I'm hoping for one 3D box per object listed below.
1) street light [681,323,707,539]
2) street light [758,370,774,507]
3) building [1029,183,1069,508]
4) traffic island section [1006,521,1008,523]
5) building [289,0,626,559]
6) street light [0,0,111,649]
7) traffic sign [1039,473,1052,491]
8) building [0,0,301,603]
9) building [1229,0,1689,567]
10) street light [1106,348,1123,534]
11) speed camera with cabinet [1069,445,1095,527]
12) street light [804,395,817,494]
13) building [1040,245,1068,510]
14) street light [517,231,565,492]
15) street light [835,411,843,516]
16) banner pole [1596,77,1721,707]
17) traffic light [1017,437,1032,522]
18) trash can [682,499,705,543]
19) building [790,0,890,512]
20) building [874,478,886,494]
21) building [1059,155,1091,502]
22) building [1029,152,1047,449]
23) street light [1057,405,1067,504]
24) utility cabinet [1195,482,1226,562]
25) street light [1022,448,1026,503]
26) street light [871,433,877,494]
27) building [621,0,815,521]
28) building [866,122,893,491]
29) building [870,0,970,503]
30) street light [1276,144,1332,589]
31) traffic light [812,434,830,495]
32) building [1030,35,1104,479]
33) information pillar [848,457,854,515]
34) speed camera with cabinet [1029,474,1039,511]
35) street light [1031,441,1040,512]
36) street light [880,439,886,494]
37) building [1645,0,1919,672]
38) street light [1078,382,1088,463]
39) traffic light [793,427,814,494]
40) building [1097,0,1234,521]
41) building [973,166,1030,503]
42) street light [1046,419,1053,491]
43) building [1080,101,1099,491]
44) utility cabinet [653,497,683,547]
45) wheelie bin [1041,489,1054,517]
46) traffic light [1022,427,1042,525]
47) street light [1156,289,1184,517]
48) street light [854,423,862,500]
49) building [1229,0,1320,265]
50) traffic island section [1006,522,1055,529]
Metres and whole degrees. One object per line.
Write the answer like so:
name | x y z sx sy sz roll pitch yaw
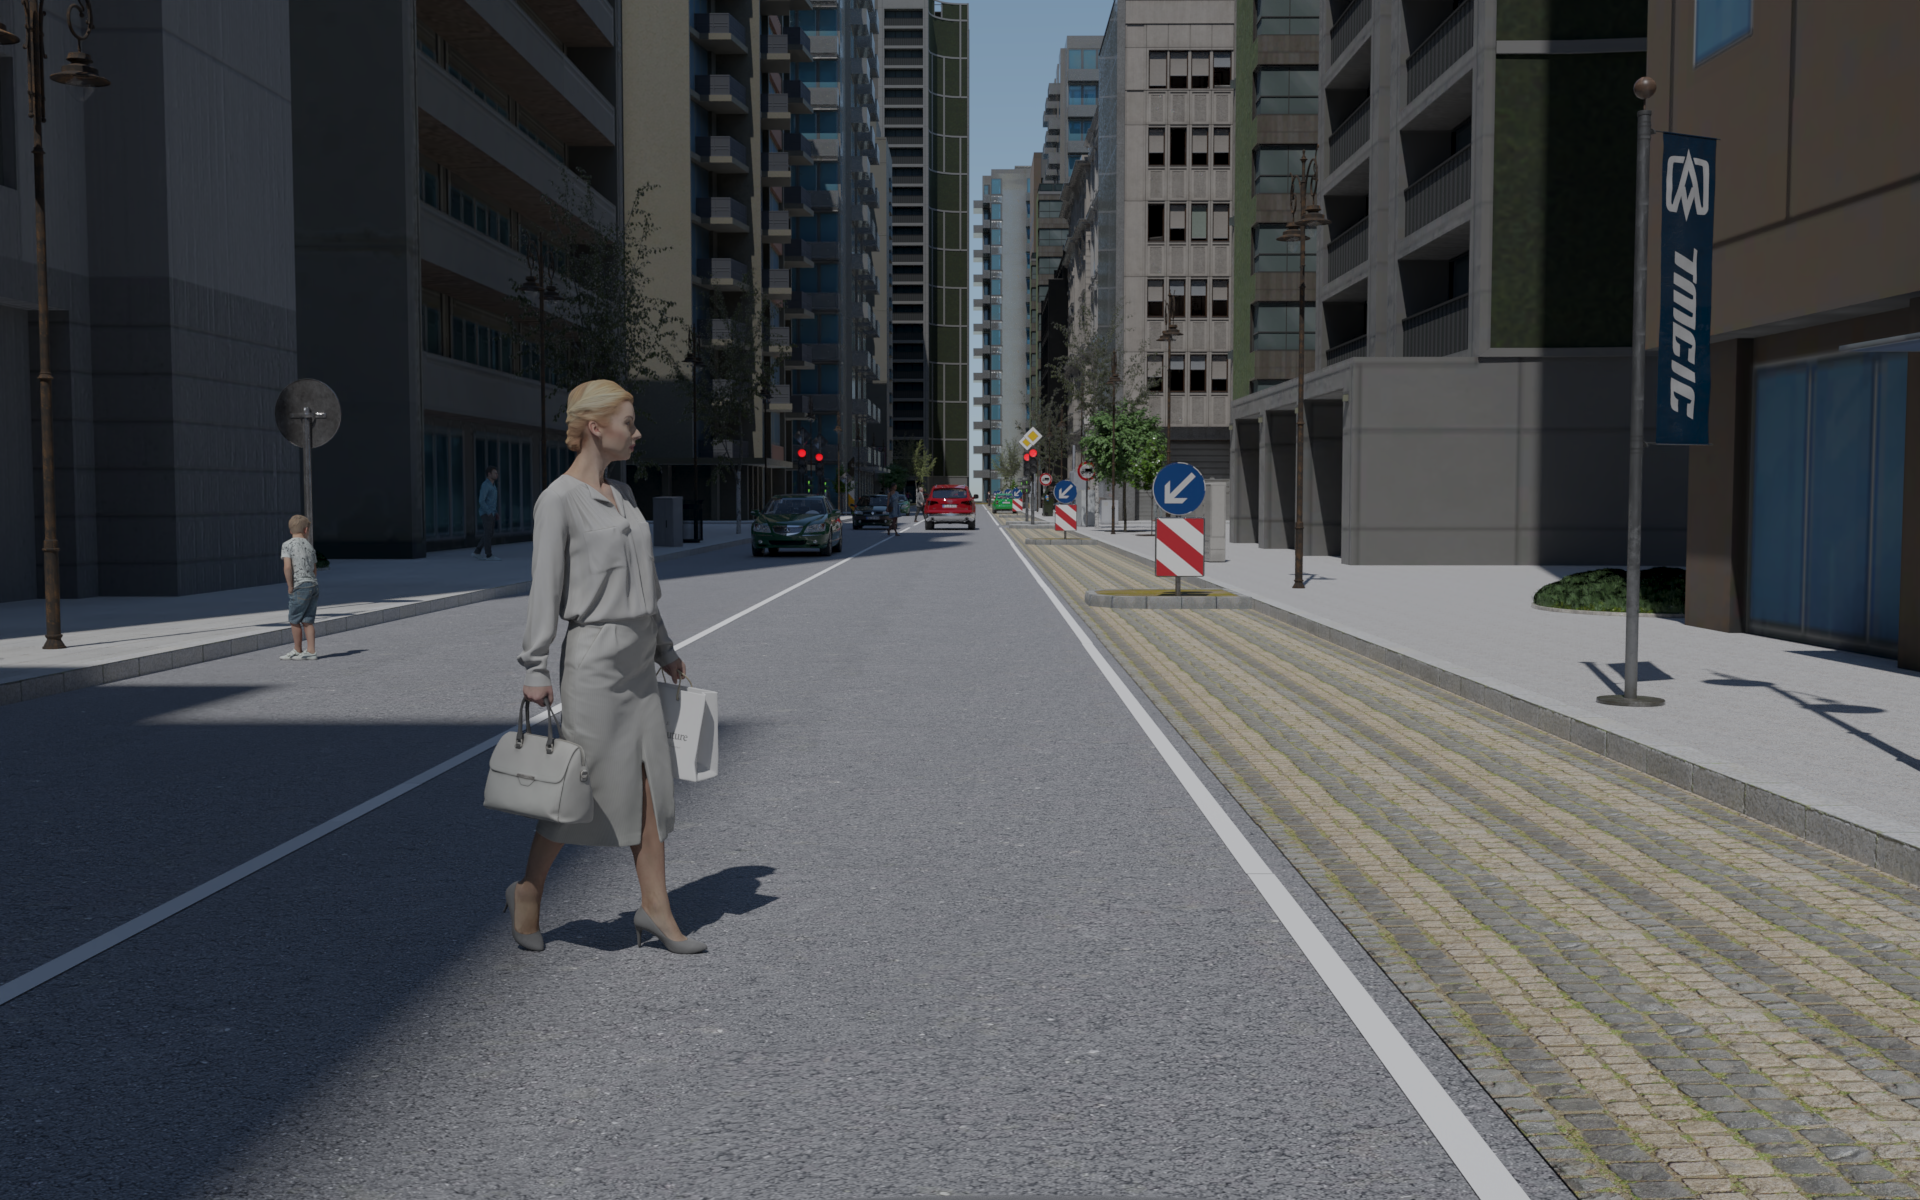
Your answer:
street light | -7.197 -4.543 47.061 0.468 5.910 1.993 0 4 0
street light | -7.075 -5.520 63.037 0.468 5.910 1.993 0 4 0
building | 14.113 -23.951 163.295 14.160 30.474 14.107 0 4 0
traffic island section | 3.127 -3.550 80.317 2.009 0.180 2.903 0 4 0
building | -21.322 -25.654 43.140 21.300 48.544 21.600 0 4 0
street light | -7.520 -2.533 14.201 0.468 5.910 1.993 0 4 0
traffic sign | 5.190 -6.401 104.765 0.768 2.556 0.104 0 4 7
building | -20.352 -28.623 9.981 21.231 58.520 28.212 0 4 0
building | 17.253 -36.399 33.371 20.563 71.187 20.611 0 4 0
street light | 4.882 -5.031 55.040 0.468 5.910 1.993 0 4 0
speed camera with cabinet | 4.902 -4.589 69.361 0.660 3.252 2.038 -1 4 -10
street light | -6.944 -6.603 80.739 0.468 5.910 1.993 0 4 0
building | 13.328 -19.437 147.474 12.332 23.373 15.834 0 4 0
street light | -7.392 -3.543 30.714 0.468 5.910 1.993 0 4 0
street light | -6.763 -7.578 96.685 0.468 5.910 1.993 0 4 0
banner pole | 4.320 -1.260 10.614 0.863 3.779 0.401 -2 4 -27
traffic light | 3.087 -5.583 80.204 0.839 4.253 0.868 0 4 0
trash can | -7.061 -2.071 45.513 0.748 1.137 0.748 0 3 0
building | -17.701 -31.381 132.692 23.786 49.044 30.456 0 4 0
building | -24.409 -30.374 188.499 32.217 40.220 23.993 0 4 0
building | 14.672 -20.811 127.647 14.401 28.519 23.554 0 4 0
building | 16.051 -34.948 221.510 14.600 45.320 14.200 0 4 0
street light | 5.289 -7.177 90.139 0.468 5.910 1.993 0 4 0
utility cabinet | 4.745 -1.483 32.925 0.318 1.500 1.173 0 4 -6
street light | 5.784 -11.143 154.979 0.468 5.910 1.993 0 4 0
street light | -6.415 -9.557 129.036 0.468 5.910 1.993 0 4 0
building | -19.800 -26.949 95.248 22.147 44.769 28.867 0 4 0
building | -19.519 -36.363 218.239 21.600 48.544 21.300 0 4 0
building | -8.959 -49.651 250.039 20.611 71.187 20.563 0 4 0
street light | 4.610 -3.095 23.398 0.468 5.910 1.993 0 4 0
traffic light | -6.474 -5.587 80.269 0.839 4.253 0.868 0 4 0
building | 20.194 -34.575 184.917 23.786 49.044 30.456 0 4 0
information pillar | -6.778 -7.133 107.973 0.183 3.616 0.504 3 5 45
speed camera with cabinet | 5.544 -8.329 130.514 0.660 3.252 2.038 1 4 10
street light | 5.487 -9.145 122.301 0.468 5.910 1.993 0 4 0
street light | -6.395 -10.524 144.858 0.468 5.910 1.993 0 4 0
building | 13.589 -21.940 8.833 14.600 45.320 14.200 0 4 0
street light | 5.022 -6.038 71.505 0.468 5.910 1.993 0 4 0
traffic light | -6.542 -5.099 72.284 0.839 4.253 0.868 0 4 0
building | 17.341 -16.483 87.526 19.932 24.808 12.078 0 4 0
building | 17.154 -38.661 251.719 30.456 49.044 23.786 0 4 0
street light | 5.486 -8.165 106.287 0.468 5.910 1.993 0 4 0
building | 14.752 -19.568 105.845 13.634 28.700 20.117 0 4 0
utility cabinet | -7.169 -1.915 42.467 0.306 1.237 1.020 -3 4 -38
wheelie bin | 5.037 -5.576 99.072 0.693 1.594 0.980 -1 4 -11
traffic light | 3.019 -5.095 72.219 0.839 4.253 0.868 0 4 0
street light | 4.731 -4.063 39.219 0.468 5.910 1.993 0 4 0
street light | -6.602 -8.564 112.803 0.468 5.910 1.993 0 4 0
building | 16.669 -17.789 62.548 14.160 30.474 14.107 0 4 0
traffic island section | 3.059 -3.061 72.333 2.009 0.180 2.903 0 4 0
